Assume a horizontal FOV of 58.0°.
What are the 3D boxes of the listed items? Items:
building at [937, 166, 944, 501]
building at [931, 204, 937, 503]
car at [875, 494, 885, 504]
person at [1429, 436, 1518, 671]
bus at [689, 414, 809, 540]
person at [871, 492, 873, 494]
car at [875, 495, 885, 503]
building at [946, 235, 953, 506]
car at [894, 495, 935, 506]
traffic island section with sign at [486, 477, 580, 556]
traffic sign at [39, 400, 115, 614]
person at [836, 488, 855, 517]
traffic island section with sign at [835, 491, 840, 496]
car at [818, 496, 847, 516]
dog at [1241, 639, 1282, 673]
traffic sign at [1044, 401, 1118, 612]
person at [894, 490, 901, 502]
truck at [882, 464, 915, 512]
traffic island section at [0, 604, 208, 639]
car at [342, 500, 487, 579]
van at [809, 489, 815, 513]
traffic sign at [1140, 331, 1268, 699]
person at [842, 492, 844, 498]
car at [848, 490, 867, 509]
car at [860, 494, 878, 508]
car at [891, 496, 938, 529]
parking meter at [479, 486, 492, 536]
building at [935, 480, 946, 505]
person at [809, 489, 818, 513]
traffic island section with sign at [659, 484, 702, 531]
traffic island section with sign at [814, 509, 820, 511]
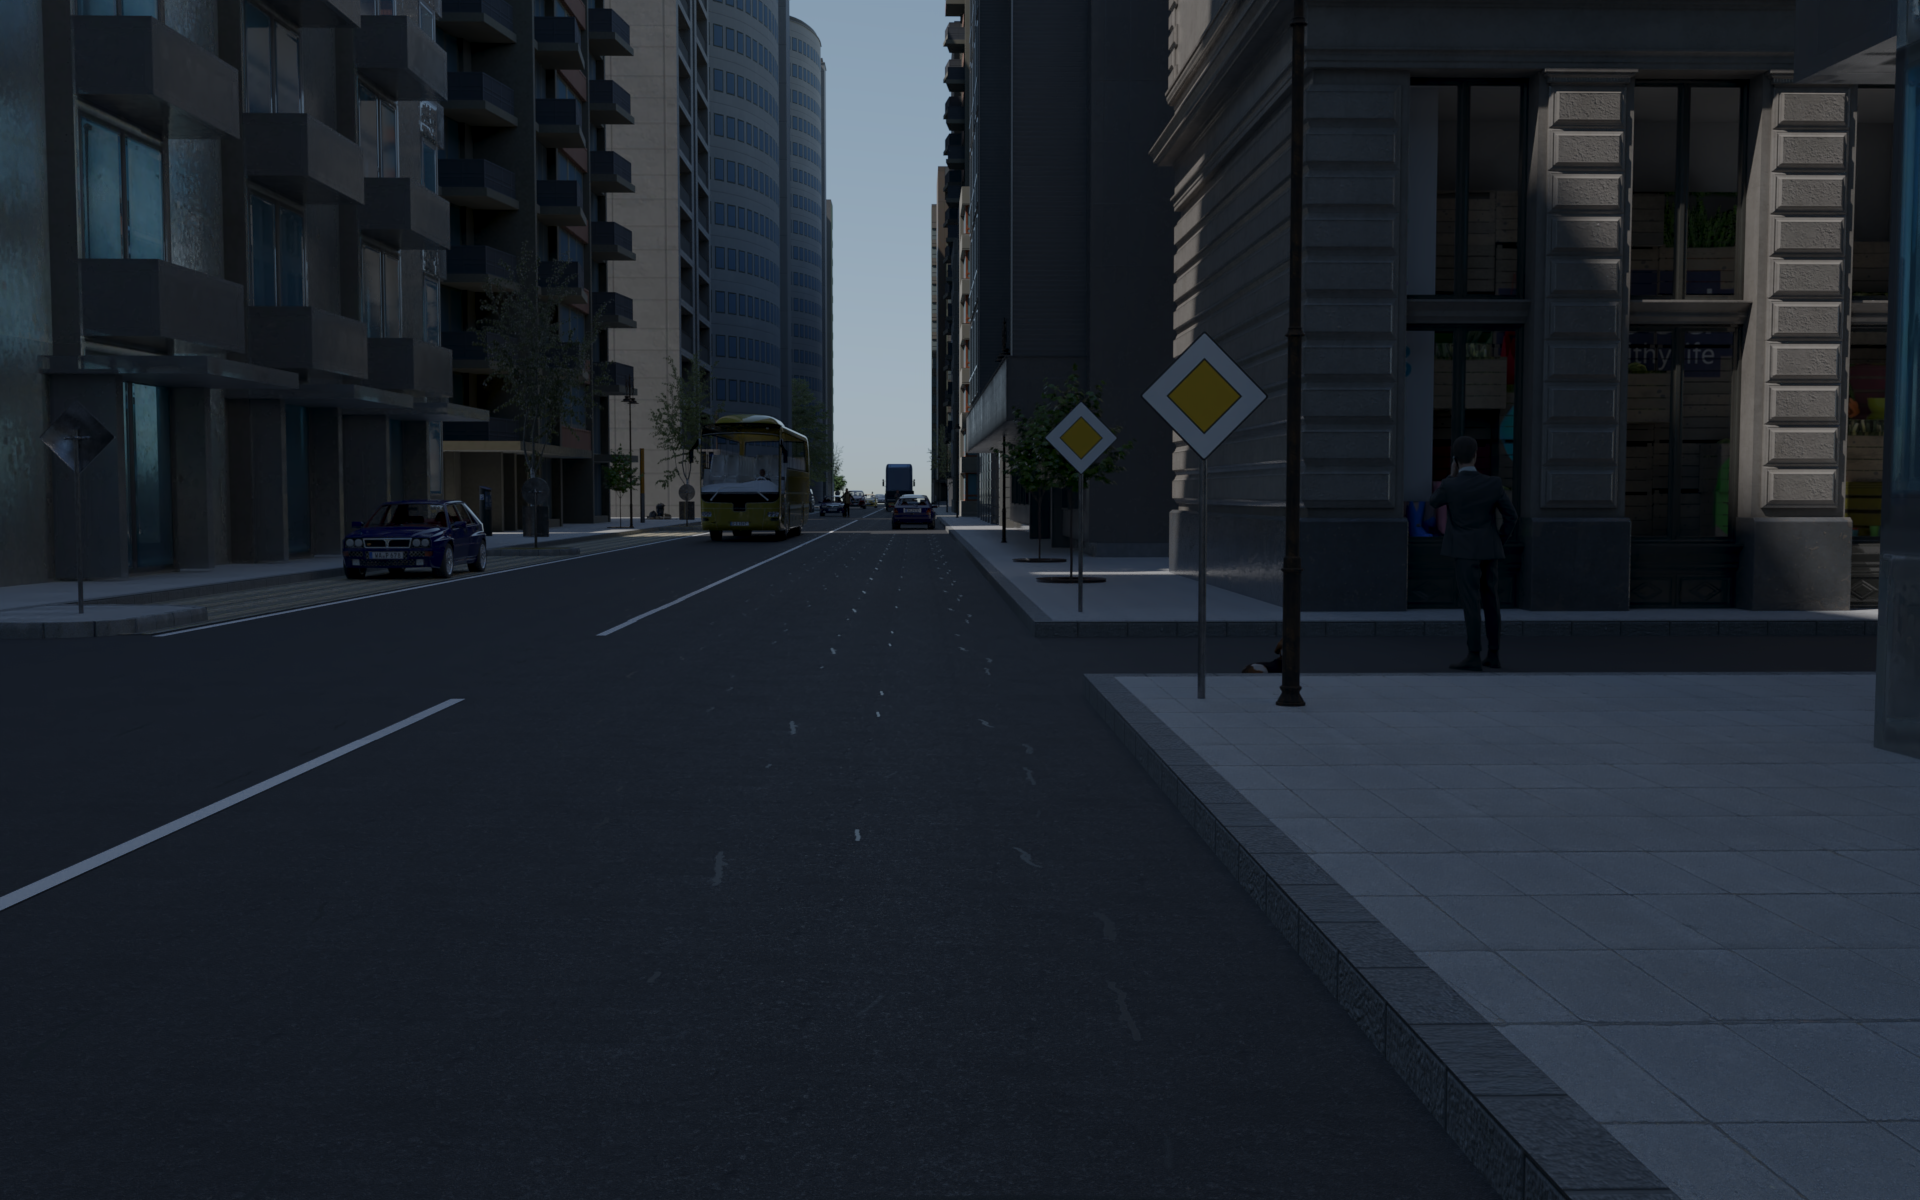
[{"bbox_3d":[3.879,-35.513,230.749,14.600,45.320,14.200,0,4,-1],"label":"building"},{"bbox_3d":[2.916,-34.400,246.028,14.154,41.232,14.086,0,4,-1],"label":"building"},{"bbox_3d":[-11.486,-14.428,247.689,2.131,1.459,4.920,0,4,-2],"label":"car"},{"bbox_3d":[4.176,-0.386,14.174,0.648,1.900,0.474,-1,4,-16],"label":"person"},{"bbox_3d":[-6.628,-4.001,56.963,2.896,3.916,12.252,0,4,-1],"label":"bus"},{"bbox_3d":[-10.792,-12.586,214.994,0.721,1.735,1.217,-3,4,-36],"label":"person"},{"bbox_3d":[-10.843,-13.703,236.407,2.083,1.381,4.827,0,4,-3],"label":"car"},{"bbox_3d":[5.474,-25.736,192.488,14.160,30.474,14.107,0,4,-1],"label":"building"},{"bbox_3d":[-2.181,-4.363,83.331,2.014,1.417,4.499,0,4,-1],"label":"car"},{"bbox_3d":[-10.016,-1.958,40.649,1.989,1.847,2.006,0,4,-1],"label":"traffic island section with sign"},{"bbox_3d":[-9.434,-0.911,18.534,0.795,2.450,0.064,0,4,-1],"label":"traffic sign"},{"bbox_3d":[-6.996,-6.007,106.810,1.348,1.812,0.705,2,4,27],"label":"person"},{"bbox_3d":[-14.116,-11.741,200.589,1.989,1.847,2.006,0,4,-1],"label":"traffic island section with sign"},{"bbox_3d":[-8.229,-6.125,112.728,1.945,1.354,3.894,0,4,-2],"label":"car"},{"bbox_3d":[2.295,0.436,13.069,0.748,0.427,0.550,1,4,14],"label":"dog"},{"bbox_3d":[1.308,-0.926,18.788,0.795,2.450,0.064,0,4,-1],"label":"traffic sign"},{"bbox_3d":[-4.750,-7.606,133.389,0.617,1.759,0.750,-1,4,-18],"label":"person"},{"bbox_3d":[-5.076,-9.652,147.562,2.967,4.110,18.799,0,4,-3],"label":"truck"},{"bbox_3d":[-9.457,0.225,18.596,2.009,0.180,2.903,0,4,-1],"label":"traffic island section"},{"bbox_3d":[-9.517,-1.088,30.370,1.945,1.354,3.894,0,4,-3],"label":"car"},{"bbox_3d":[-12.173,-7.761,133.898,2.013,2.044,4.112,0,4,-2],"label":"van"},{"bbox_3d":[1.512,-0.438,10.805,0.795,2.450,0.064,0,4,-1],"label":"traffic sign"},{"bbox_3d":[-13.265,-11.488,197.253,0.530,1.710,0.541,2,4,31],"label":"person"},{"bbox_3d":[-10.069,-9.678,166.912,2.281,1.827,5.304,0,4,-2],"label":"car"},{"bbox_3d":[-9.492,-10.395,180.184,2.015,1.641,3.980,0,3,0],"label":"car"},{"bbox_3d":[-1.911,-3.620,71.775,1.945,1.354,3.894,0,4,0],"label":"car"},{"bbox_3d":[-14.450,-2.713,52.773,0.372,1.533,0.369,0,3,0],"label":"parking meter"},{"bbox_3d":[12.930,-31.801,211.819,32.217,40.220,23.993,0,4,-1],"label":"building"},{"bbox_3d":[-11.327,-7.436,130.077,1.348,1.824,0.705,0,4,4],"label":"person"},{"bbox_3d":[-10.732,-3.638,68.115,1.989,1.847,2.006,0,4,-1],"label":"traffic island section with sign"},{"bbox_3d":[-12.690,-8.344,145.055,1.989,1.847,2.006,0,4,-1],"label":"traffic island section with sign"}]
